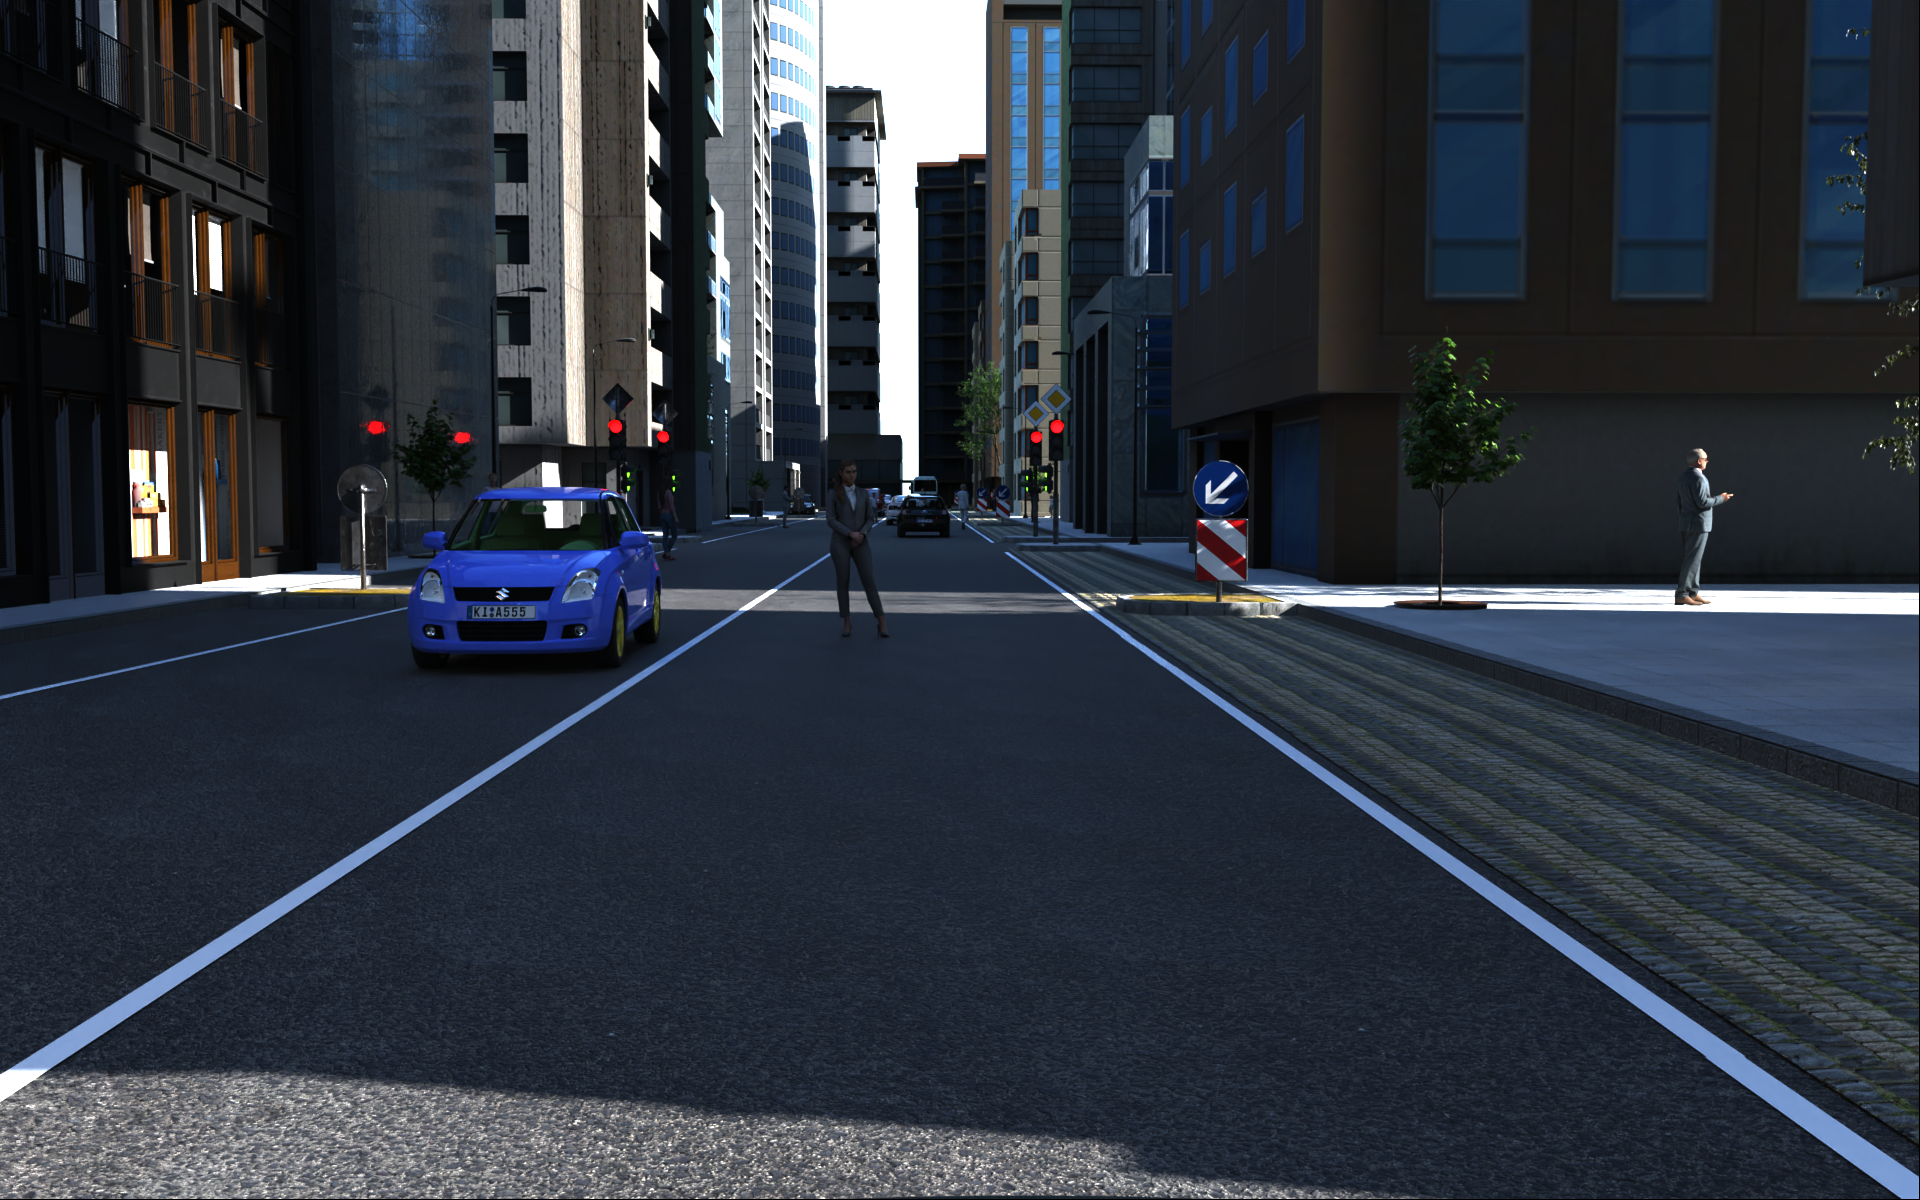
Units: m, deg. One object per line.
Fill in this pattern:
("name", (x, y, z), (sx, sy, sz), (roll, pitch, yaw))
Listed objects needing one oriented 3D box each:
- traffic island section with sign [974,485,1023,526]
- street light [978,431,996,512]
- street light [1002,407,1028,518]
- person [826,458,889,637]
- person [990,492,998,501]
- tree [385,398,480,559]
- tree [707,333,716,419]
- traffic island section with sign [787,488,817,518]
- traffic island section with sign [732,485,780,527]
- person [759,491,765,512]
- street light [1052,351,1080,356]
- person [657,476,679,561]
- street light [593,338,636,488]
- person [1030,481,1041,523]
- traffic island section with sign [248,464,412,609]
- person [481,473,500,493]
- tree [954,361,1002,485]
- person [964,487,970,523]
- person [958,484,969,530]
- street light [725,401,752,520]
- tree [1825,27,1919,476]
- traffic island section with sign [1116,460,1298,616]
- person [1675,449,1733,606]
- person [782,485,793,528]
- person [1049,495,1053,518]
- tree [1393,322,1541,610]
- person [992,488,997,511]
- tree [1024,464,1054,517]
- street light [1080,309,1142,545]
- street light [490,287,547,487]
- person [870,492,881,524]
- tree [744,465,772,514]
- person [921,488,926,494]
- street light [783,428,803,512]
("traffic island section with sign", (1.773, -4.204, 77.370), (1.989, 1.847, 2.006), (0, 4, -1))
("street light", (2.040, -9.461, 127.230), (1.470, 5.913, 1.316), (0, 4, -1))
("street light", (2.945, -7.307, 92.009), (1.470, 5.913, 1.316), (0, 4, -1))
("person", (-1.033, -0.526, 17.379), (0.520, 1.790, 0.573), (-3, 4, -38))
("person", (2.686, -7.876, 138.047), (0.697, 1.427, 0.421), (3, 5, 39))
("tree", (-10.470, -2.463, 34.866), (1.663, 3.219, 1.824), (0, 3, 0))
("tree", (-11.949, -7.475, 72.580), (4.360, 8.622, 3.978), (0, 3, 0))
("traffic island section with sign", (-9.631, -5.855, 104.363), (1.989, 1.847, 2.006), (0, 4, -1))
("traffic island section with sign", (-9.057, -4.192, 77.171), (1.989, 1.847, 2.006), (0, 4, -1))
("person", (-14.297, -7.257, 124.672), (0.580, 1.828, 0.573), (0, 4, -3))
("street light", (3.687, -5.133, 56.460), (1.470, 5.913, 1.316), (0, 4, -1))
("person", (-6.263, -1.758, 37.260), (0.555, 1.821, 0.388), (2, 4, 33))
("street light", (-10.346, -4.840, 51.680), (1.470, 5.913, 1.316), (0, 4, -1))
("person", (3.427, -4.457, 78.277), (0.474, 1.900, 0.648), (1, 4, 12))
("traffic island section with sign", (-7.898, -0.850, 22.521), (1.989, 1.847, 2.006), (0, 4, -1))
("person", (-10.273, -1.878, 37.415), (0.598, 1.740, 0.731), (2, 4, 34))
("tree", (3.366, -12.745, 134.135), (9.928, 11.665, 9.643), (0, 3, 0))
("person", (0.288, -4.738, 86.236), (0.793, 1.790, 0.793), (-2, 4, -25))
("person", (0.117, -3.741, 69.539), (0.514, 1.842, 0.818), (1, 4, 16))
("street light", (-11.064, -6.976, 86.595), (1.470, 5.913, 1.316), (0, 4, -1))
("tree", (12.463, -4.311, 20.855), (4.360, 8.622, 3.978), (0, 3, 0))
("traffic island section with sign", (2.953, -0.769, 21.201), (1.989, 1.847, 2.006), (0, 4, -1))
("person", (8.559, -0.843, 20.000), (0.590, 1.801, 0.661), (0, 4, 2))
("person", (-7.264, -3.933, 72.990), (0.466, 1.800, 0.511), (-1, 4, -16))
("person", (5.043, -5.082, 94.147), (0.382, 1.210, 0.505), (-2, 4, -26))
("tree", (5.355, -1.520, 19.448), (1.663, 3.219, 1.824), (0, 3, 0))
("person", (2.504, -7.589, 130.646), (0.617, 1.759, 0.750), (-3, 4, -36))
("tree", (4.107, -6.192, 95.836), (1.663, 3.219, 1.824), (0, 3, 0))
("street light", (3.900, -4.355, 43.750), (1.470, 5.913, 1.316), (0, 4, -1))
("street light", (-9.944, -4.060, 38.921), (1.470, 5.913, 1.316), (0, 4, -1))
("person", (-4.121, -4.428, 83.490), (0.523, 1.515, 0.503), (1, 4, 22))
("tree", (-13.153, -7.311, 114.134), (1.663, 3.219, 1.824), (0, 3, 0))
("person", (-2.295, -6.187, 109.752), (0.391, 1.810, 0.635), (0, 4, -1))
("street light", (-11.758, -9.132, 121.846), (1.470, 5.913, 1.316), (0, 4, -1))
